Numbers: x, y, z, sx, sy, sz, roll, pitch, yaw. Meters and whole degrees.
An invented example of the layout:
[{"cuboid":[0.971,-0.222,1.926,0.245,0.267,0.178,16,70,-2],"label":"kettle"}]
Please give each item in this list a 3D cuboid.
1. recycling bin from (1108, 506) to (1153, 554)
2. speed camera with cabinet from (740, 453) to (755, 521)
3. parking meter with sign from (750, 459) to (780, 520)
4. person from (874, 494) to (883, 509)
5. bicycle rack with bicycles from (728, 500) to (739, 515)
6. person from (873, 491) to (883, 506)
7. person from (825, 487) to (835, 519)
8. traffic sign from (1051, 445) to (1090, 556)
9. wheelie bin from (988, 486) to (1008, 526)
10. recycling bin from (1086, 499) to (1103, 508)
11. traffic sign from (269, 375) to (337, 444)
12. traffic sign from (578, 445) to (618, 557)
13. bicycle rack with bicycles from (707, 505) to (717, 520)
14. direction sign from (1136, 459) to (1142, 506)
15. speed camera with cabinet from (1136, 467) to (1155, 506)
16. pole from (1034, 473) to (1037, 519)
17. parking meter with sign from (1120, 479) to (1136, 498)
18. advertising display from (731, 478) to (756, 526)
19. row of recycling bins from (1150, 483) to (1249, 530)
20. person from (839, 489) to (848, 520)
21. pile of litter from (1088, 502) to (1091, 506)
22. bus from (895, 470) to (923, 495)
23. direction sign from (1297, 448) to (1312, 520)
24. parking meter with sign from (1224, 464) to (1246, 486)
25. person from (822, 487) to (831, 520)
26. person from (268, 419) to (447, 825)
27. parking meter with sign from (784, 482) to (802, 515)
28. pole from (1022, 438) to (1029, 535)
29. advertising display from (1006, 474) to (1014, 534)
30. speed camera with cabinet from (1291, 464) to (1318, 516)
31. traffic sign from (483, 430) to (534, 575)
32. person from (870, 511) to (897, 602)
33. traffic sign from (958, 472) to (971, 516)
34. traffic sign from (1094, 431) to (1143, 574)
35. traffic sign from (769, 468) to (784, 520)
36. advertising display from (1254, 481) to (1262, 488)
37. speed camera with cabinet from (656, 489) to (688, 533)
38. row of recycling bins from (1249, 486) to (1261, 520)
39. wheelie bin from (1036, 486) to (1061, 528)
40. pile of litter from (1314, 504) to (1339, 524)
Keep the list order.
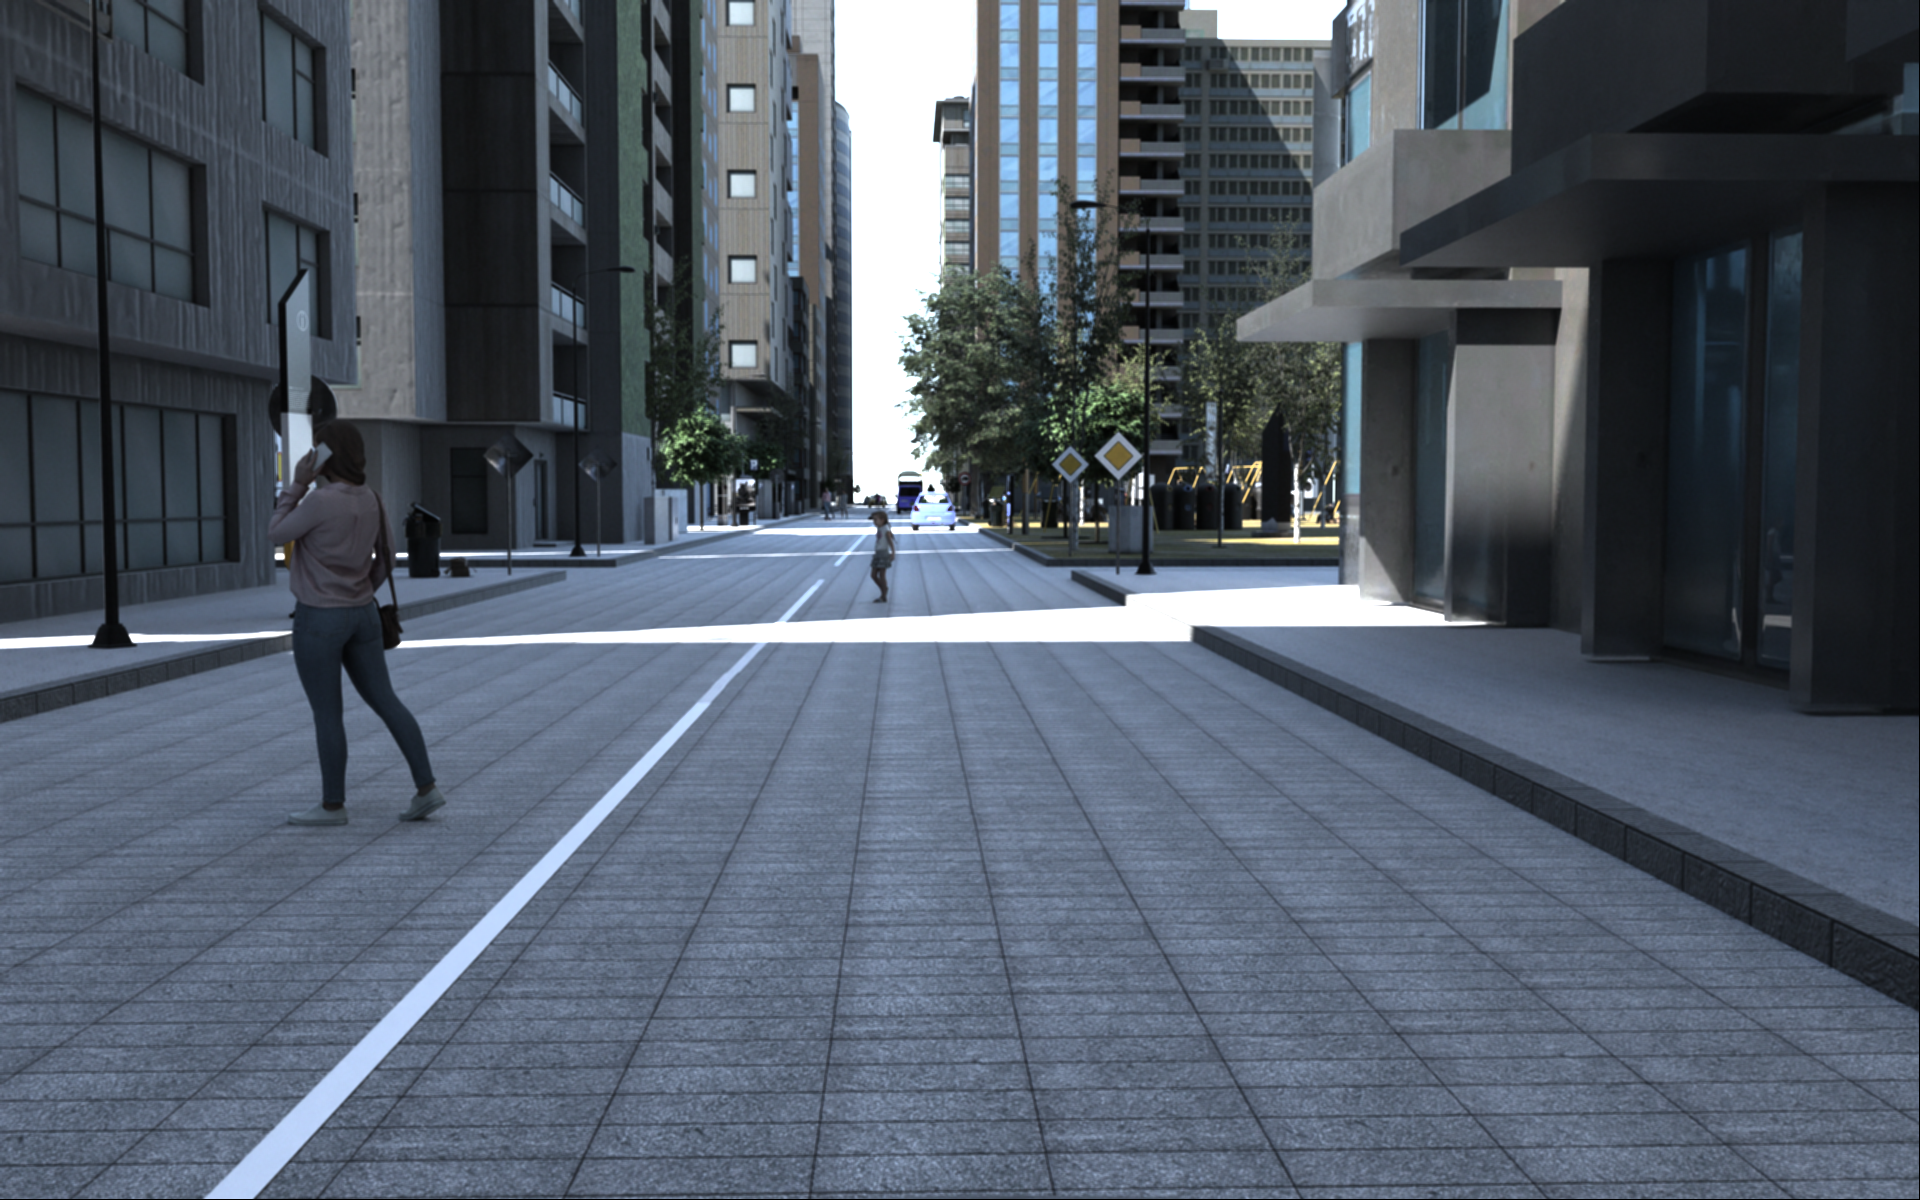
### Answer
[{"cuboid":[3.715,-1.536,37.675,0.722,1.027,0.722,-2,4,-33],"label":"recycling bin"},{"cuboid":[-10.149,-5.408,82.751,0.660,3.252,2.038,-1,4,-10],"label":"speed camera with cabinet"},{"cuboid":[-9.824,-5.583,87.539,0.543,3.016,1.738,2,4,35],"label":"parking meter with sign"},{"cuboid":[-7.519,-9.123,160.891,0.991,1.433,0.599,-1,4,-18],"label":"person"},{"cuboid":[-14.032,-5.532,103.836,2.925,0.926,2.852,-3,5,-45],"label":"bicycle rack with bicycles"},{"cuboid":[-8.192,-9.971,172.312,1.217,1.735,0.721,2,4,34],"label":"person"},{"cuboid":[-7.702,-5.691,101.403,0.748,1.841,0.638,3,5,43],"label":"person"},{"cuboid":[2.264,-1.955,35.603,0.795,2.450,0.064,0,4,-2],"label":"traffic sign"},{"cuboid":[1.530,-3.747,69.175,0.980,1.594,0.693,3,4,36],"label":"wheelie bin"},{"cuboid":[7.479,-5.116,96.198,0.722,1.027,0.722,2,4,27],"label":"recycling bin"},{"cuboid":[-6.945,-1.113,18.303,0.768,2.556,0.104,0,4,8],"label":"traffic sign"},{"cuboid":[-7.376,-1.937,35.316,0.795,2.450,0.064,0,4,-2],"label":"traffic sign"},{"cuboid":[-13.714,-4.359,84.652,2.852,0.926,2.925,-2,4,-33],"label":"bicycle rack with bicycles"},{"cuboid":[6.112,-4.137,59.630,0.379,3.537,0.876,-1,4,-14],"label":"direction sign"},{"cuboid":[8.862,-5.076,77.325,2.038,3.252,0.660,3,4,37],"label":"speed camera with cabinet"},{"cuboid":[3.891,-5.822,89.025,0.158,3.312,0.155,0,3,0],"label":"pole"},{"cuboid":[9.753,-6.320,99.588,0.543,3.016,1.738,-2,4,-34],"label":"parking meter with sign"},{"cuboid":[-8.664,-3.927,69.416,0.974,1.923,0.123,-1,4,-13],"label":"advertising display"},{"cuboid":[8.454,-3.377,62.334,3.534,1.692,1.069,-1,4,-16],"label":"row of recycling bins"},{"cuboid":[-6.507,-5.374,97.119,0.466,1.731,0.760,1,4,12],"label":"person"},{"cuboid":[6.693,-4.934,94.640,1.176,0.858,1.719,0,4,0],"label":"pile of litter"},{"cuboid":[-5.198,-11.424,178.331,2.896,3.916,12.252,0,4,-3],"label":"bus"},{"cuboid":[16.788,-5.661,84.551,0.876,3.537,0.379,-2,4,-28],"label":"direction sign"},{"cuboid":[16.144,-6.344,99.988,1.738,3.016,0.543,2,4,32],"label":"parking meter with sign"},{"cuboid":[-7.266,-5.245,94.261,0.555,1.821,0.388,-3,4,-37],"label":"person"},{"cuboid":[-2.590,0.098,7.491,0.643,1.750,0.593,1,4,21],"label":"person"},{"cuboid":[-10.452,-6.674,105.382,1.738,3.016,0.543,2,4,26],"label":"parking meter with sign"},{"cuboid":[2.075,-3.725,54.747,0.158,3.312,0.155,0,3,0],"label":"pole"},{"cuboid":[1.616,-3.102,55.932,0.123,1.923,0.974,0,4,-5],"label":"advertising display"},{"cuboid":[20.062,-6.576,101.852,0.660,3.252,2.038,-3,5,-42],"label":"speed camera with cabinet"},{"cuboid":[-7.121,-1.449,27.335,0.795,2.450,0.064,0,4,-2],"label":"traffic sign"},{"cuboid":[-0.969,-0.576,22.938,0.382,1.210,0.505,-2,4,-35],"label":"person"},{"cuboid":[0.271,-6.177,101.100,0.768,2.556,0.104,0,4,-1],"label":"traffic sign"},{"cuboid":[2.519,-1.467,27.622,0.795,2.450,0.064,0,4,-2],"label":"traffic sign"},{"cuboid":[-9.092,-5.247,85.888,0.768,2.556,0.104,0,4,4],"label":"traffic sign"},{"cuboid":[15.465,-5.087,88.378,0.974,1.923,0.123,-1,4,-8],"label":"advertising display"},{"cuboid":[-9.862,-3.792,56.333,2.038,3.252,0.660,-3,5,-45],"label":"speed camera with cabinet"},{"cuboid":[13.640,-4.827,86.042,3.534,1.692,1.069,-1,4,-9],"label":"row of recycling bins"},{"cuboid":[3.359,-3.553,65.999,0.980,1.594,0.693,0,4,-4],"label":"wheelie bin"},{"cuboid":[16.151,-3.730,74.951,1.719,0.858,1.176,0,4,-1],"label":"pile of litter"}]
